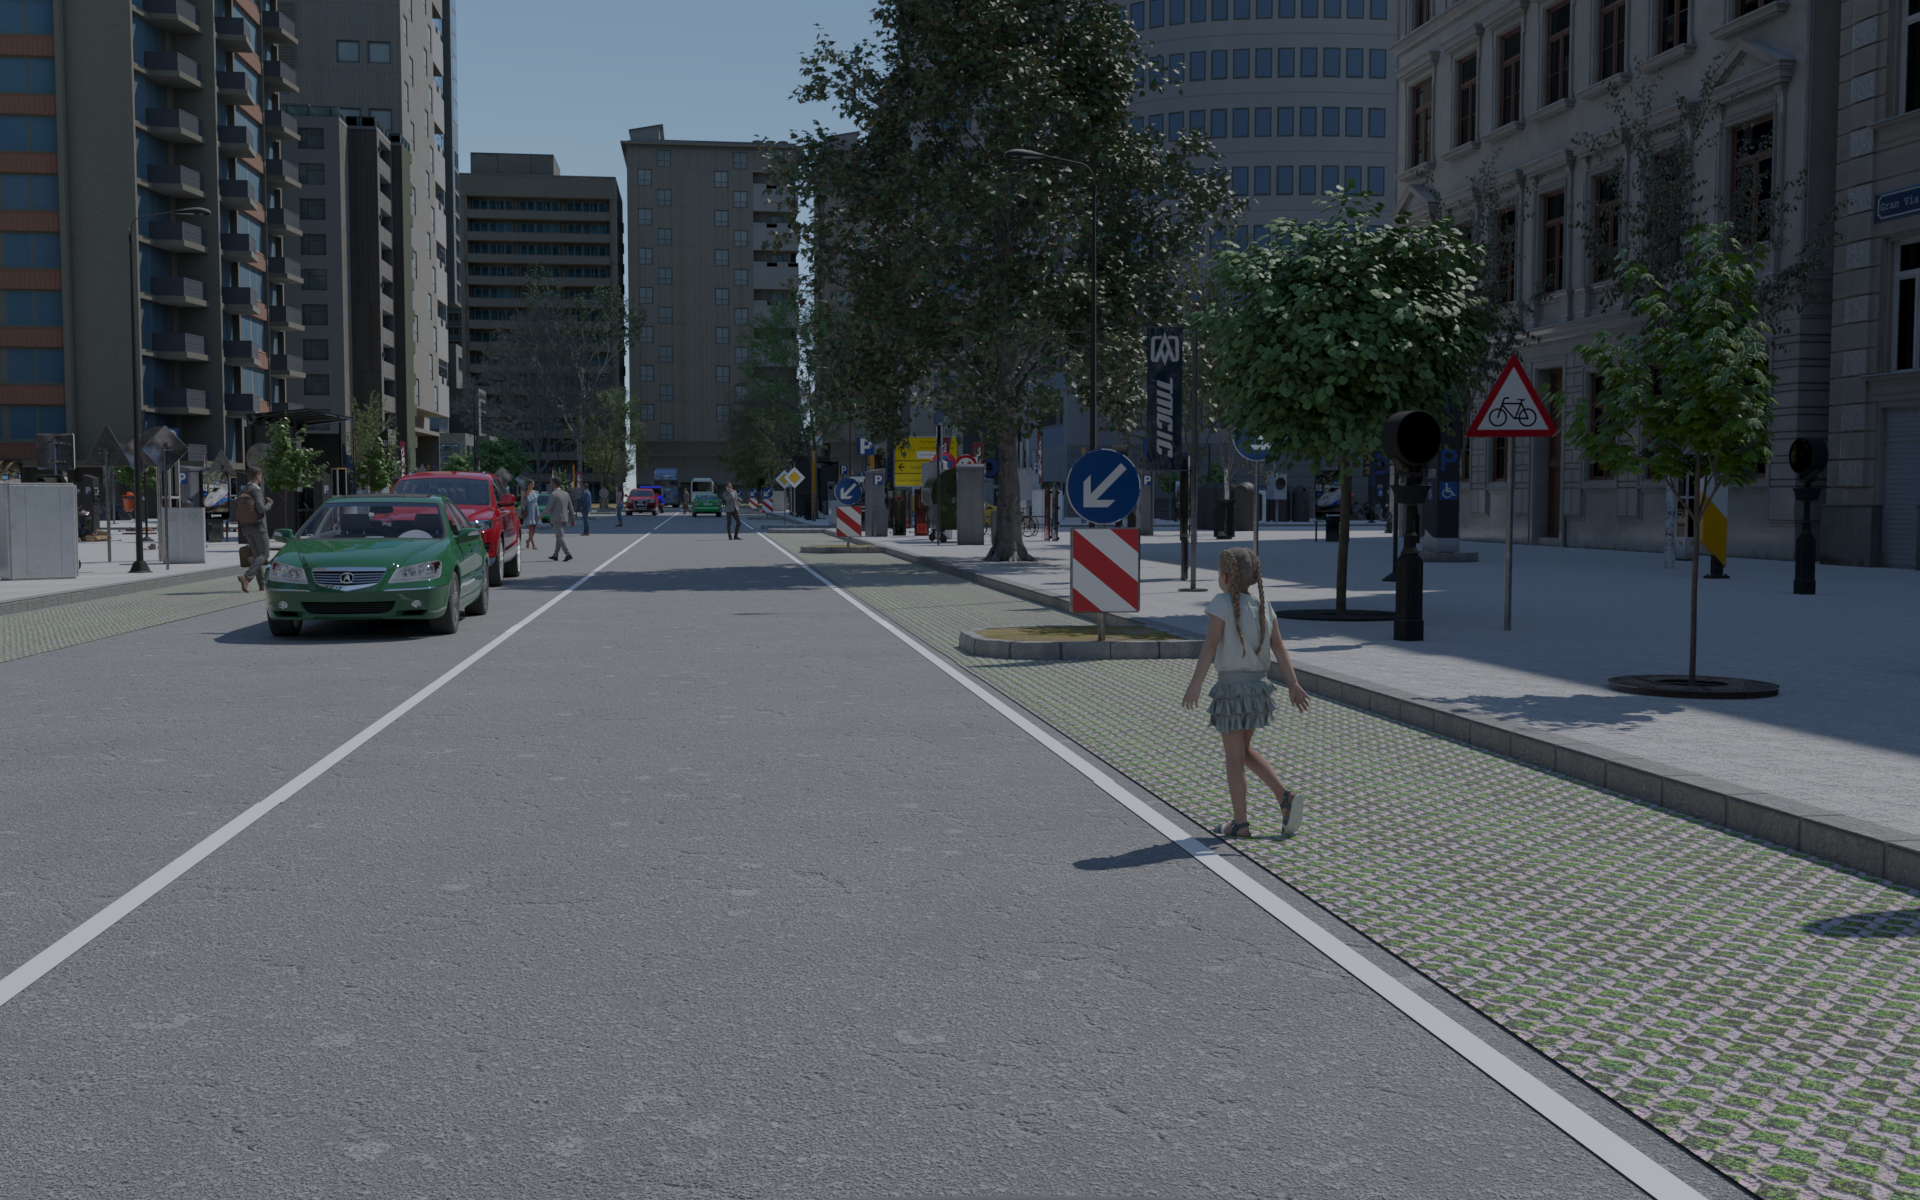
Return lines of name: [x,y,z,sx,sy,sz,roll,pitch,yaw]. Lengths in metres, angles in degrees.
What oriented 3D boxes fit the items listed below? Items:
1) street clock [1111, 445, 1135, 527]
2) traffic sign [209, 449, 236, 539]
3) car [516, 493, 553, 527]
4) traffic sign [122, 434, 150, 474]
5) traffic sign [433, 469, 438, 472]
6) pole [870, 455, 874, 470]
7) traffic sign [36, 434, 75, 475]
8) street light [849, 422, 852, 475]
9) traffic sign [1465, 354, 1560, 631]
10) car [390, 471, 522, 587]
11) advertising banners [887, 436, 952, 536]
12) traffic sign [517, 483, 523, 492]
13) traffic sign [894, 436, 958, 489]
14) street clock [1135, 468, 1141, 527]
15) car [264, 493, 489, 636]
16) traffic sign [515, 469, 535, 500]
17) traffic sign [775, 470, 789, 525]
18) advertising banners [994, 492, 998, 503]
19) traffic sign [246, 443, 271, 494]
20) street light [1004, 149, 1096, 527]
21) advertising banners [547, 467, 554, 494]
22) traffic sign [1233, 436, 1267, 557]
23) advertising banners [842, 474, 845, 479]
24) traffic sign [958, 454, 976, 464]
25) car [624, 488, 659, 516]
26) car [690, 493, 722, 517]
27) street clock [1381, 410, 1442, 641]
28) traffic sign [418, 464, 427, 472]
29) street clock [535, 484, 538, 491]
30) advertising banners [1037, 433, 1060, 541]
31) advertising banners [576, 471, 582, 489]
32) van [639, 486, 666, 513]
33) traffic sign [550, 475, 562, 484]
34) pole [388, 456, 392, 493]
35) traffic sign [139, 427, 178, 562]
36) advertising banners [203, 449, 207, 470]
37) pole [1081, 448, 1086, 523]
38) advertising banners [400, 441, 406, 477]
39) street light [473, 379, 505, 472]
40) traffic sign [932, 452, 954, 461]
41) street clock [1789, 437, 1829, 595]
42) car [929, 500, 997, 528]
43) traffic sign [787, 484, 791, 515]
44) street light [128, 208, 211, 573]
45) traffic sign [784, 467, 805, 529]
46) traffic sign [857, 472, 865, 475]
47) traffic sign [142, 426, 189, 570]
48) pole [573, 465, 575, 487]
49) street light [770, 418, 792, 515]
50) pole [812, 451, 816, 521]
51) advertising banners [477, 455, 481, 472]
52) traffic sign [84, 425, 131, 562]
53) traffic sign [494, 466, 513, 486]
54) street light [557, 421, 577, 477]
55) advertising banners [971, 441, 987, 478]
street clock: [2.352,-1.287,25.608,0.358,2.002,0.471,1,4,8]
traffic sign: [-21.274,-3.052,49.898,0.884,2.594,0.081,0,4,0]
car: [-18.332,-4.064,75.247,1.959,1.807,4.718,-1,4,-9]
traffic sign: [-15.635,-1.948,33.029,0.795,2.450,0.064,0,4,-7]
traffic sign: [-23.850,-4.749,78.836,0.795,2.450,0.064,0,4,-4]
pole: [-3.157,-4.184,62.260,0.158,3.312,0.155,0,3,0]
traffic sign: [-15.295,-1.663,29.320,0.606,2.300,0.079,0,4,-4]
street light: [-4.558,-5.561,63.471,1.470,5.913,1.316,-1,4,-8]
traffic sign: [5.150,-0.992,16.218,0.884,2.594,0.081,0,4,-1]
car: [-8.370,-1.202,28.325,2.281,1.827,5.304,-1,4,-9]
advertising banners: [-1.203,-3.479,53.071,2.074,3.025,0.090,2,4,23]
traffic sign: [-27.916,-6.752,110.504,0.768,2.556,0.104,0,4,0]
traffic sign: [-1.190,-4.087,60.702,2.265,3.308,0.079,0,4,-2]
street clock: [4.755,-2.654,47.961,0.471,2.002,0.358,3,5,45]
car: [-6.304,-0.446,19.084,2.131,1.459,4.920,-1,4,-9]
traffic sign: [-17.659,-4.079,70.338,0.795,2.450,0.064,-1,4,-8]
traffic sign: [-7.274,-4.171,71.845,0.795,2.450,0.064,-1,4,-8]
advertising banners: [1.541,-5.507,86.223,0.090,3.025,2.074,2,4,26]
traffic sign: [-17.389,-2.634,43.172,0.768,2.556,0.104,0,4,-7]
street light: [1.284,-3.122,23.589,1.470,5.913,1.316,-1,4,-8]
advertising banners: [-26.103,-6.988,110.443,0.090,3.025,2.074,0,4,-1]
traffic sign: [4.564,-1.624,26.658,0.768,2.556,0.104,0,4,0]
advertising banners: [-7.524,-6.828,107.827,0.090,3.025,2.074,1,4,22]
traffic sign: [0.191,-3.403,55.744,0.768,2.556,0.104,0,4,-3]
car: [-21.485,-6.628,117.042,2.281,1.827,5.304,0,4,-8]
car: [-15.858,-6.088,108.327,1.959,1.807,4.718,-1,4,-10]
street clock: [3.931,-0.645,15.120,0.471,2.002,0.358,-1,4,-21]
traffic sign: [-22.911,-4.516,73.846,0.884,2.594,0.081,0,4,-3]
street clock: [-31.931,-7.717,130.747,0.358,2.002,0.471,-2,4,-25]
advertising banners: [2.416,-3.153,47.745,0.090,3.025,2.074,-1,4,-13]
advertising banners: [-30.111,-8.433,134.067,2.074,3.025,0.090,2,4,23]
van: [-23.161,-7.676,129.883,2.240,2.365,5.245,-1,4,-10]
traffic sign: [-26.825,-7.027,114.991,0.768,2.556,0.104,0,4,-4]
pole: [-29.444,-5.853,89.543,0.158,3.312,0.155,0,3,0]
traffic sign: [-15.162,-2.001,32.818,0.768,2.556,0.104,0,4,-6]
advertising banners: [-30.125,-4.439,68.773,0.090,3.025,2.074,-2,4,-35]
pole: [5.438,-5.037,76.202,0.158,3.312,0.155,0,3,0]
advertising banners: [-18.349,-3.776,57.920,0.090,3.025,2.074,0,4,2]
street light: [-19.045,-5.958,69.952,1.470,5.913,1.316,-1,4,-8]
traffic sign: [-0.489,-3.170,51.929,0.768,2.556,0.104,0,4,-6]
street clock: [10.810,-1.073,22.113,0.358,2.002,0.471,-1,4,-11]
car: [0.366,-3.613,69.289,3.980,1.641,2.015,0,4,-7]
traffic sign: [-10.258,-6.272,104.672,0.606,2.300,0.079,0,4,-7]
street light: [-12.852,-3.403,28.177,1.470,5.913,1.316,-1,4,-8]
traffic sign: [-6.108,-3.688,63.945,0.795,2.450,0.064,-1,4,-8]
traffic sign: [-5.598,-6.084,99.581,0.768,2.556,0.104,0,4,-5]
traffic sign: [-13.399,-1.715,29.224,0.795,2.450,0.064,0,4,1]
pole: [-26.916,-7.749,120.541,0.158,3.312,0.155,0,3,0]
street light: [-10.913,-8.175,106.207,1.470,5.913,1.316,-1,4,-8]
pole: [-6.874,-5.353,81.368,0.158,3.312,0.155,0,3,0]
advertising banners: [-21.112,-4.928,76.768,0.090,3.025,2.074,-2,4,-29]
traffic sign: [-15.957,-1.983,32.428,0.884,2.594,0.081,0,4,0]
traffic sign: [-16.493,-3.596,62.438,0.795,2.450,0.064,-1,4,-8]
street light: [-25.016,-8.419,110.197,1.470,5.913,1.316,-1,4,-8]
advertising banners: [-0.063,-3.775,57.912,2.074,3.025,0.090,2,4,29]
